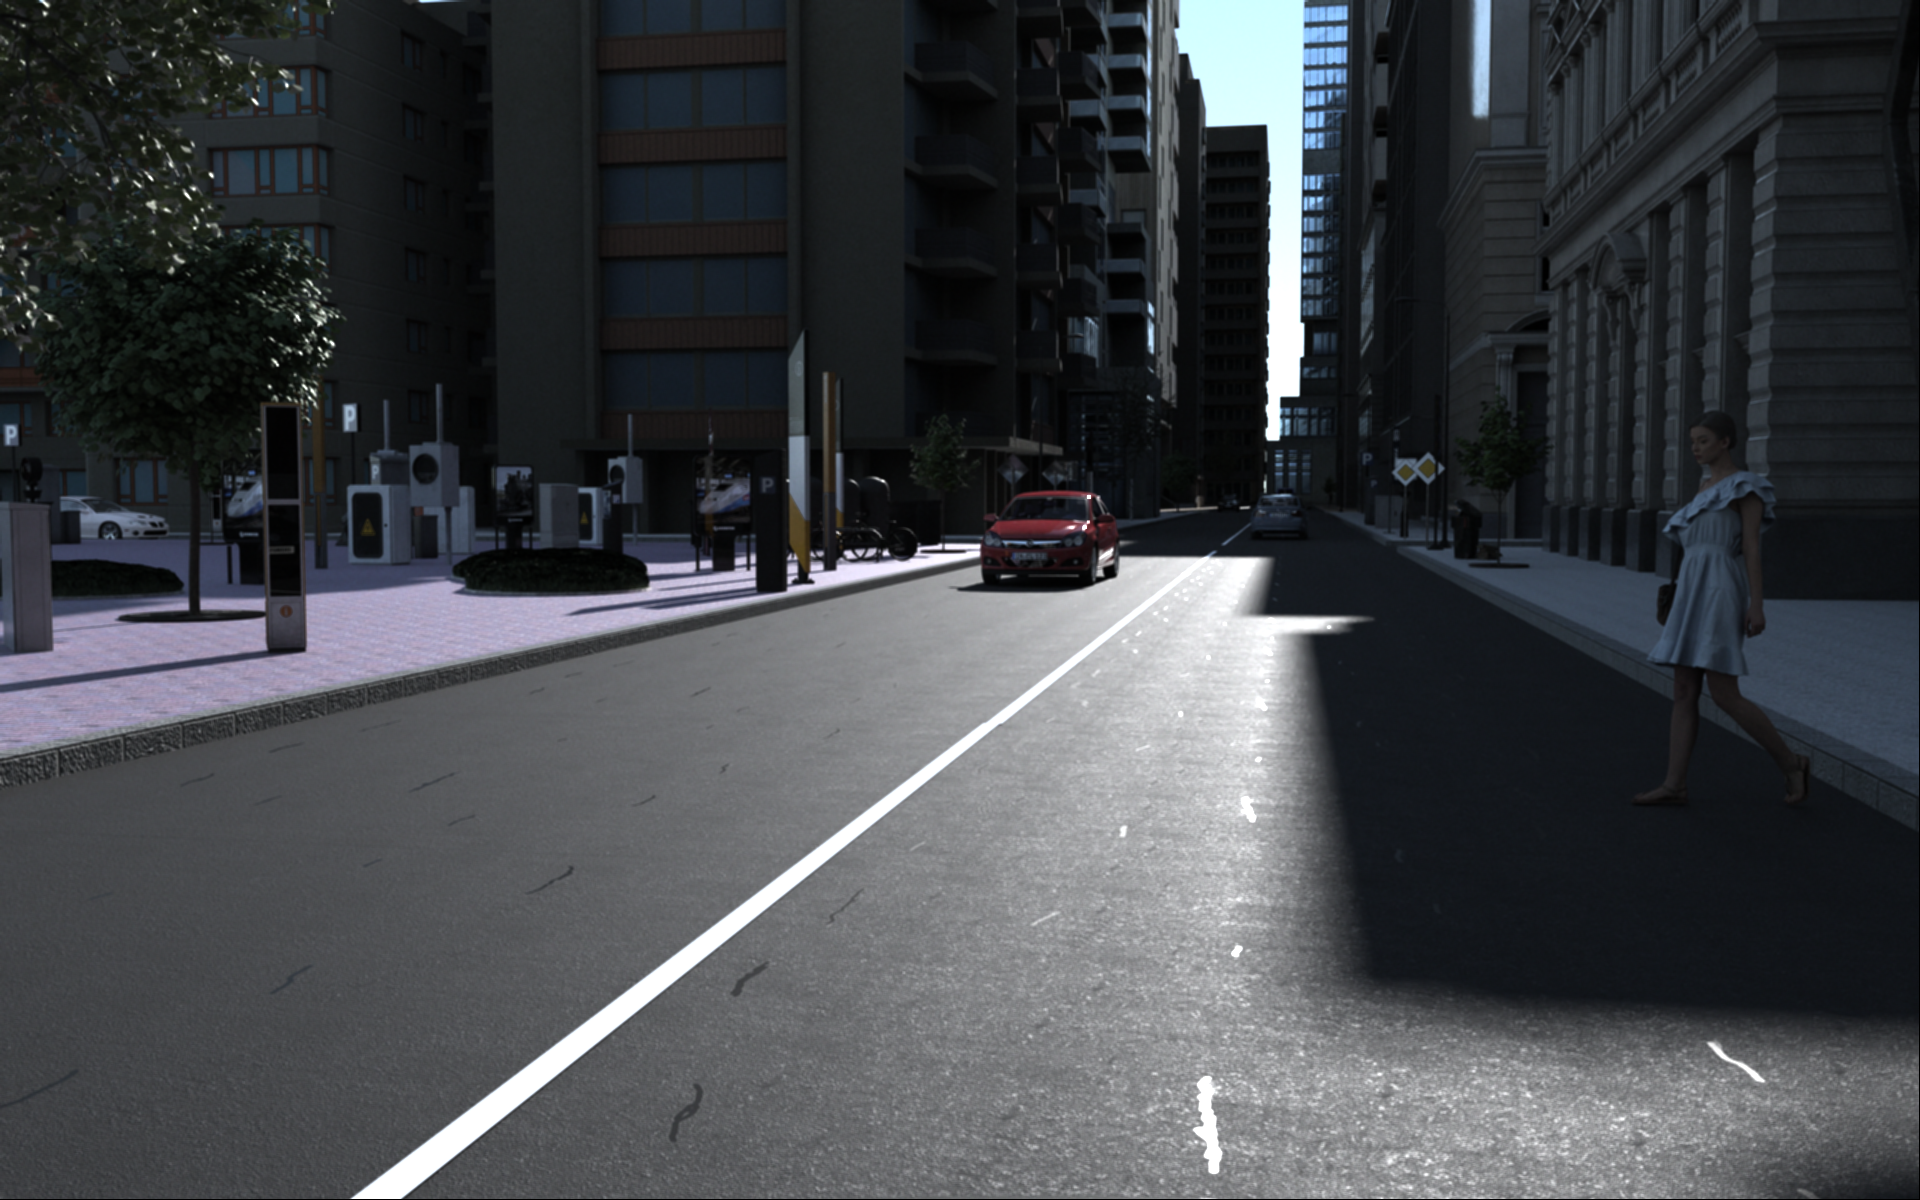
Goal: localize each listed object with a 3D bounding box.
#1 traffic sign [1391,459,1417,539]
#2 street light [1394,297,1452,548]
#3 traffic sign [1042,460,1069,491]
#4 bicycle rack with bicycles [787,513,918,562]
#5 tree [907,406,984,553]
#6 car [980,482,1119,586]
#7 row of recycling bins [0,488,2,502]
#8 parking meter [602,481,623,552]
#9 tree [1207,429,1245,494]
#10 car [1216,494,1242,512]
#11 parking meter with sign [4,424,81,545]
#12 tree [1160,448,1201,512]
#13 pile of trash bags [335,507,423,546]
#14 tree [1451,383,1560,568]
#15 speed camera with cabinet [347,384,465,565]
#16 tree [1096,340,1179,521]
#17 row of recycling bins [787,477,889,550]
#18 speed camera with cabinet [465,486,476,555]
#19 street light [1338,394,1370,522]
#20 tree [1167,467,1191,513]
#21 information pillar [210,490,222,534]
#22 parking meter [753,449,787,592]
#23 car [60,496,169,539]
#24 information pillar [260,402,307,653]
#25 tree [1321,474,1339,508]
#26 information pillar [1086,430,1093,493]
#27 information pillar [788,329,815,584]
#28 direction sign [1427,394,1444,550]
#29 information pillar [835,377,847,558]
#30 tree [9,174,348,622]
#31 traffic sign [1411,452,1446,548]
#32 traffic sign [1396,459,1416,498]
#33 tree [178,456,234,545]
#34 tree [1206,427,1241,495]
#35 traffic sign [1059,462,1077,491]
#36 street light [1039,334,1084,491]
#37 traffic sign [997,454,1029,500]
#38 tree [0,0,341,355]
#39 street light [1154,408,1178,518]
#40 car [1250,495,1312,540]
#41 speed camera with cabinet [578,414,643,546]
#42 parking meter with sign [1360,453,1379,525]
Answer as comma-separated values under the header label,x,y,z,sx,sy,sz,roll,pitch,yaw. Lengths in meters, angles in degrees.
label,x,y,z,sx,sy,sz,roll,pitch,yaw
traffic sign,12.557,-2.765,48.851,0.795,2.450,0.064,1,4,11
street light,10.955,-4.186,40.978,1.470,5.913,1.316,1,4,11
traffic sign,2.790,-2.879,50.717,0.795,2.450,0.064,1,4,11
bicycle rack with bicycles,-2.270,-1.218,33.299,2.925,0.926,2.852,0,4,1
tree,-0.245,-2.651,37.951,1.663,3.219,1.824,0,3,0
car,1.537,-1.197,28.609,2.155,1.783,4.494,1,4,12
row of recycling bins,-26.356,-2.267,44.181,3.534,1.692,1.069,-1,4,-12
parking meter,-6.574,-1.490,32.770,0.372,1.533,0.369,0,3,0
tree,30.289,-15.117,197.516,4.360,8.622,3.978,0,3,0
car,21.539,-7.884,138.688,2.009,1.686,4.222,1,4,10
parking meter with sign,-23.244,-2.917,43.958,0.543,3.016,1.738,2,4,25
tree,15.438,-8.543,123.385,4.285,4.588,4.351,0,3,0
pile of trash bags,-13.815,-2.001,42.476,3.447,1.369,1.912,3,5,44
tree,9.367,-2.192,30.436,1.663,3.219,1.824,0,3,0
speed camera with cabinet,-10.057,-2.257,31.238,2.038,3.252,0.660,1,4,20
tree,8.391,-8.152,83.650,4.360,8.622,3.978,0,3,0
row of recycling bins,-3.179,-2.077,41.078,3.534,1.692,1.069,-3,4,-38
speed camera with cabinet,-11.384,-2.593,36.730,2.038,3.252,0.660,0,4,-6
street light,18.327,-6.577,80.068,1.470,5.913,1.316,1,4,11
tree,15.350,-7.692,120.362,1.663,3.219,1.824,0,3,0
information pillar,-24.168,-3.164,56.226,0.304,2.012,0.304,-2,4,-34
parking meter,-2.488,-1.040,22.709,0.399,1.863,0.255,1,4,15
car,-25.853,-2.380,51.274,4.827,1.381,2.083,1,4,11
information pillar,-5.498,-0.586,14.076,0.304,2.012,0.304,-2,4,-23
tree,34.681,-10.304,163.079,1.663,3.219,1.824,0,3,0
information pillar,4.791,-4.439,63.938,0.183,3.616,0.504,-1,4,-15
information pillar,-2.297,-2.047,24.820,0.183,3.616,0.504,-2,4,-34
direction sign,10.932,-2.919,39.723,0.379,3.537,0.876,1,4,22
information pillar,-2.542,-2.669,34.991,0.504,3.616,0.183,3,5,40
tree,-7.977,-2.085,17.801,4.285,4.588,4.351,0,3,0
traffic sign,11.069,-2.285,41.005,0.795,2.450,0.064,1,4,11
traffic sign,12.830,-2.921,49.884,0.606,2.300,0.079,1,4,11
tree,-18.879,-3.016,43.906,1.663,3.219,1.824,0,3,0
tree,28.948,-14.723,191.075,4.737,8.622,4.395,0,3,0
traffic sign,3.377,-3.202,54.474,0.606,2.300,0.079,1,4,17
street light,2.896,-4.769,50.514,1.470,5.913,1.316,1,4,11
traffic sign,1.302,-2.399,42.871,0.795,2.450,0.064,1,4,11
tree,-7.170,-5.550,8.862,7.486,12.596,7.792,0,3,0
street light,11.046,-7.399,93.518,1.470,5.913,1.316,1,4,11
car,10.343,-2.688,55.949,2.014,1.417,4.499,1,4,12
speed camera with cabinet,-8.805,-2.988,43.190,2.038,3.252,0.660,3,4,38
parking meter with sign,17.104,-4.632,71.999,0.543,3.016,1.738,0,4,-1
